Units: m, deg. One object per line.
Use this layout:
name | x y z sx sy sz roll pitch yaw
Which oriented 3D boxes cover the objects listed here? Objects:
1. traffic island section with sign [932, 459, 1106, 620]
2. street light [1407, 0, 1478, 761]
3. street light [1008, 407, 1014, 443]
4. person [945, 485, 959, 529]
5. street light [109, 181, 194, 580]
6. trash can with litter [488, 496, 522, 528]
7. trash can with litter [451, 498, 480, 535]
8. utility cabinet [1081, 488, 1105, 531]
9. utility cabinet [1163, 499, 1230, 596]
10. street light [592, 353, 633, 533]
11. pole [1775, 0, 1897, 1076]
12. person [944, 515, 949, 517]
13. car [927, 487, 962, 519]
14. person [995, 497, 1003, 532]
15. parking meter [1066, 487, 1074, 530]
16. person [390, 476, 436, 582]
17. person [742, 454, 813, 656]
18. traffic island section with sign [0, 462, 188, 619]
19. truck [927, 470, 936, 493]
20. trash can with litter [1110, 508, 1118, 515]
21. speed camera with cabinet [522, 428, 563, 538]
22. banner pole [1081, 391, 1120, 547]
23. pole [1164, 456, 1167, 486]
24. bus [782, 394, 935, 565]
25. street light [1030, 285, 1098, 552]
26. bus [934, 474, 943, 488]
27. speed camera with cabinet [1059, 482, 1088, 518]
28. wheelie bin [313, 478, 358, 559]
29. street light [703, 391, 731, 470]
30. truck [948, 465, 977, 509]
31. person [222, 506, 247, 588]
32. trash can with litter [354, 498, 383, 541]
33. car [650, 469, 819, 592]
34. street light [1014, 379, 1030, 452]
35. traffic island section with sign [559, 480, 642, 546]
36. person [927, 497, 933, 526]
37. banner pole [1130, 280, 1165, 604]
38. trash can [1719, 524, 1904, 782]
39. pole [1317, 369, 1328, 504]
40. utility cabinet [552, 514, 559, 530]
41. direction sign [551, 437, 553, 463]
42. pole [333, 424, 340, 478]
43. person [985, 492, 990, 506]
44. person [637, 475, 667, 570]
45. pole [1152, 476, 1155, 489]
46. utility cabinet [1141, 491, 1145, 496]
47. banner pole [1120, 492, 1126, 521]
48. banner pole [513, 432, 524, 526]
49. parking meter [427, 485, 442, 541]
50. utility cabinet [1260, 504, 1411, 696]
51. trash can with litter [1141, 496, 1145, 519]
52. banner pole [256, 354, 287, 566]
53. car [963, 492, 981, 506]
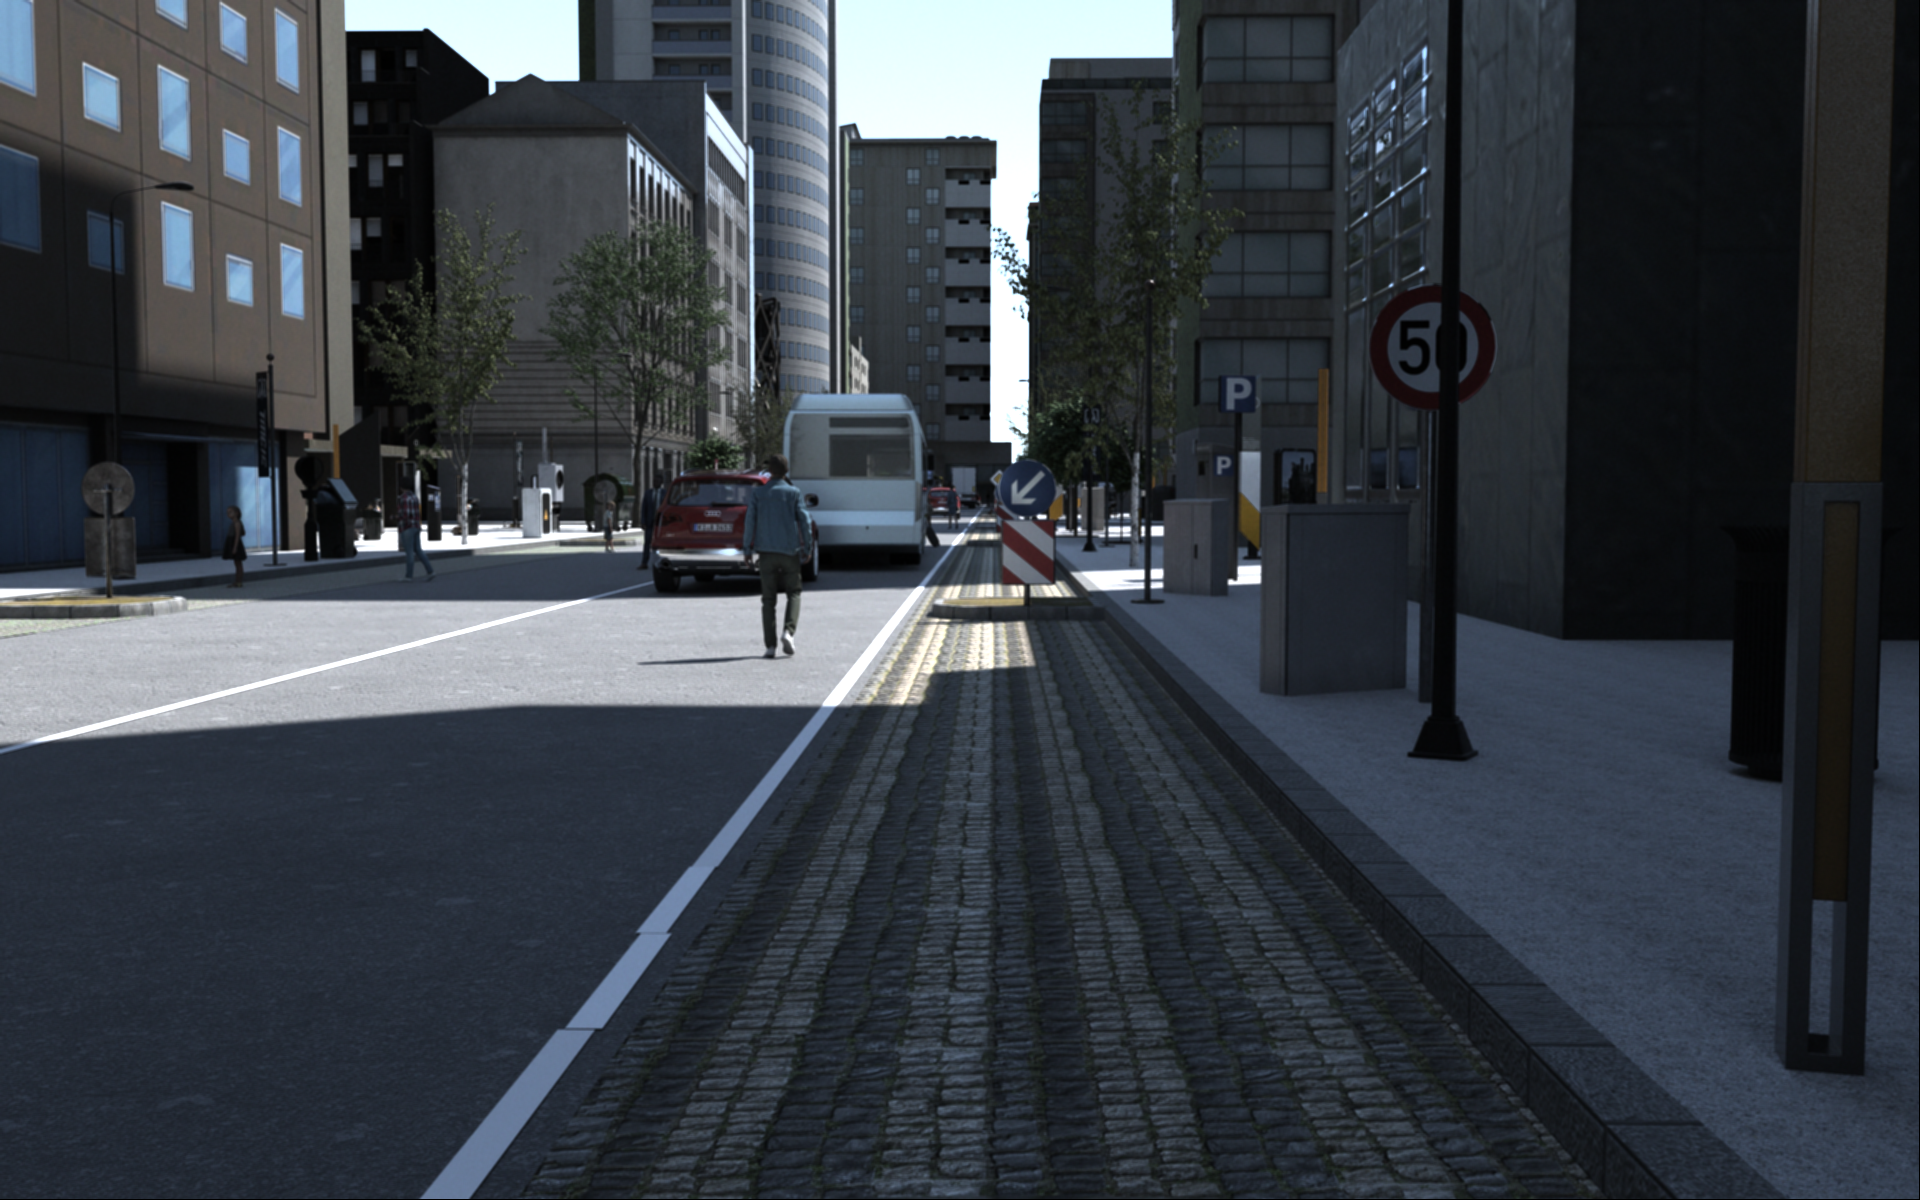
traffic island section with sign | 0.676 -0.724 20.462 1.989 1.847 2.006 0 4 1
street light | 1.828 -2.189 8.334 1.470 5.913 1.316 0 4 1
street light | 3.428 -7.314 92.131 1.470 5.913 1.316 0 4 1
person | -0.317 -3.826 71.076 0.581 1.822 0.654 -1 4 -21
street light | -12.086 -3.264 25.906 1.470 5.913 1.316 0 4 1
trash can with litter | -16.729 -3.320 65.338 1.678 1.210 2.233 -2 4 -32
trash can with litter | -15.383 -2.589 53.713 1.055 1.170 0.624 2 4 32
utility cabinet | 4.568 -3.120 59.696 0.318 1.500 1.173 -2 4 -24
utility cabinet | 3.012 -0.675 22.200 0.306 1.237 1.020 -2 4 -30
street light | -11.497 -5.184 57.294 1.470 5.913 1.316 0 4 1
pole | 1.938 -0.610 3.811 0.158 3.312 0.155 0 3 0
person | -0.776 -6.022 107.162 0.606 1.804 0.583 -2 4 -28
car | -1.016 -5.613 100.448 2.281 1.827 5.304 0 4 -1
person | 1.570 -3.429 65.565 0.512 1.701 0.522 0 4 1
parking meter | 3.960 -3.259 61.693 0.372 1.533 0.369 0 3 0
person | -8.936 -1.157 28.247 0.643 1.720 0.563 0 4 8
person | -1.602 -0.391 15.244 0.601 1.785 0.444 0 4 -2
traffic island section with sign | -10.441 -0.737 20.686 1.989 1.847 2.006 0 4 1
truck | -3.712 -11.577 179.036 2.967 4.110 18.799 0 4 1
trash can with litter | 9.028 -5.731 104.752 1.678 1.210 2.233 1 4 11
speed camera with cabinet | -12.257 -3.461 50.919 0.660 3.252 2.038 0 4 6
banner pole | 3.360 -3.190 42.180 0.863 3.779 0.401 1 4 20
pole | 11.011 -6.063 92.965 0.158 3.312 0.155 0 3 0
bus | -2.049 -2.661 38.368 2.948 3.499 13.247 0 4 -1
street light | 2.360 -4.041 38.611 1.470 5.913 1.316 0 4 1
bus | -3.636 -13.270 208.504 2.896 3.916 12.252 0 4 3
speed camera with cabinet | 6.130 -6.123 94.442 2.038 3.252 0.660 -3 4 -37
wheelie bin | -12.522 -1.638 34.690 0.693 1.594 0.980 0 4 6
street light | -11.031 -6.475 78.406 1.470 5.913 1.316 0 4 1
truck | 0.299 -11.215 172.283 2.839 4.237 11.283 0 4 -1
person | -11.084 -0.811 26.432 0.373 1.253 0.362 -2 4 -33
trash can with litter | -16.522 -2.234 47.908 1.055 1.170 0.624 -1 4 -8
car | -3.402 -1.111 26.846 2.281 1.827 5.304 0 4 1
street light | 3.030 -5.968 70.124 1.470 5.913 1.316 0 4 1
traffic island section with sign | -9.918 -2.415 48.111 1.989 1.847 2.006 0 4 1
person | -1.258 -3.312 66.922 0.475 1.303 0.640 0 4 5
banner pole | 2.230 -1.869 20.581 0.401 3.779 0.863 0 4 4
trash can | 3.828 0.233 7.841 0.748 1.137 0.748 0 3 0
pole | 5.919 -2.107 28.300 0.158 3.312 0.155 0 3 0
utility cabinet | -14.893 -3.237 61.609 1.173 1.500 0.318 0 4 -7
direction sign | -16.143 -4.681 68.531 0.379 3.537 0.876 -1 4 -11
pole | -18.249 -3.479 50.731 0.158 3.312 0.155 0 3 0
person | 3.169 -11.704 200.683 0.721 1.723 1.217 2 4 24
person | -5.822 -1.491 33.053 0.721 1.800 0.419 -1 4 -11
pole | 12.757 -7.369 114.325 0.158 3.312 0.155 0 3 0
utility cabinet | 11.711 -6.201 110.072 0.318 1.500 1.173 1 4 17
banner pole | 7.706 -5.699 83.194 0.401 3.779 0.863 -1 4 -20
banner pole | -17.941 -4.910 70.288 0.401 3.779 0.863 -3 5 -45
parking meter | -14.394 -2.385 47.411 0.372 1.533 0.369 0 3 0
utility cabinet | 2.443 -0.009 11.312 1.020 1.237 0.306 -2 4 -28
trash can with litter | 9.612 -4.842 90.556 0.624 1.170 1.055 1 4 21
banner pole | -12.458 -2.516 31.154 0.401 3.779 0.863 -3 5 -44
car | 1.450 -12.595 214.604 2.281 1.827 5.304 0 4 3
